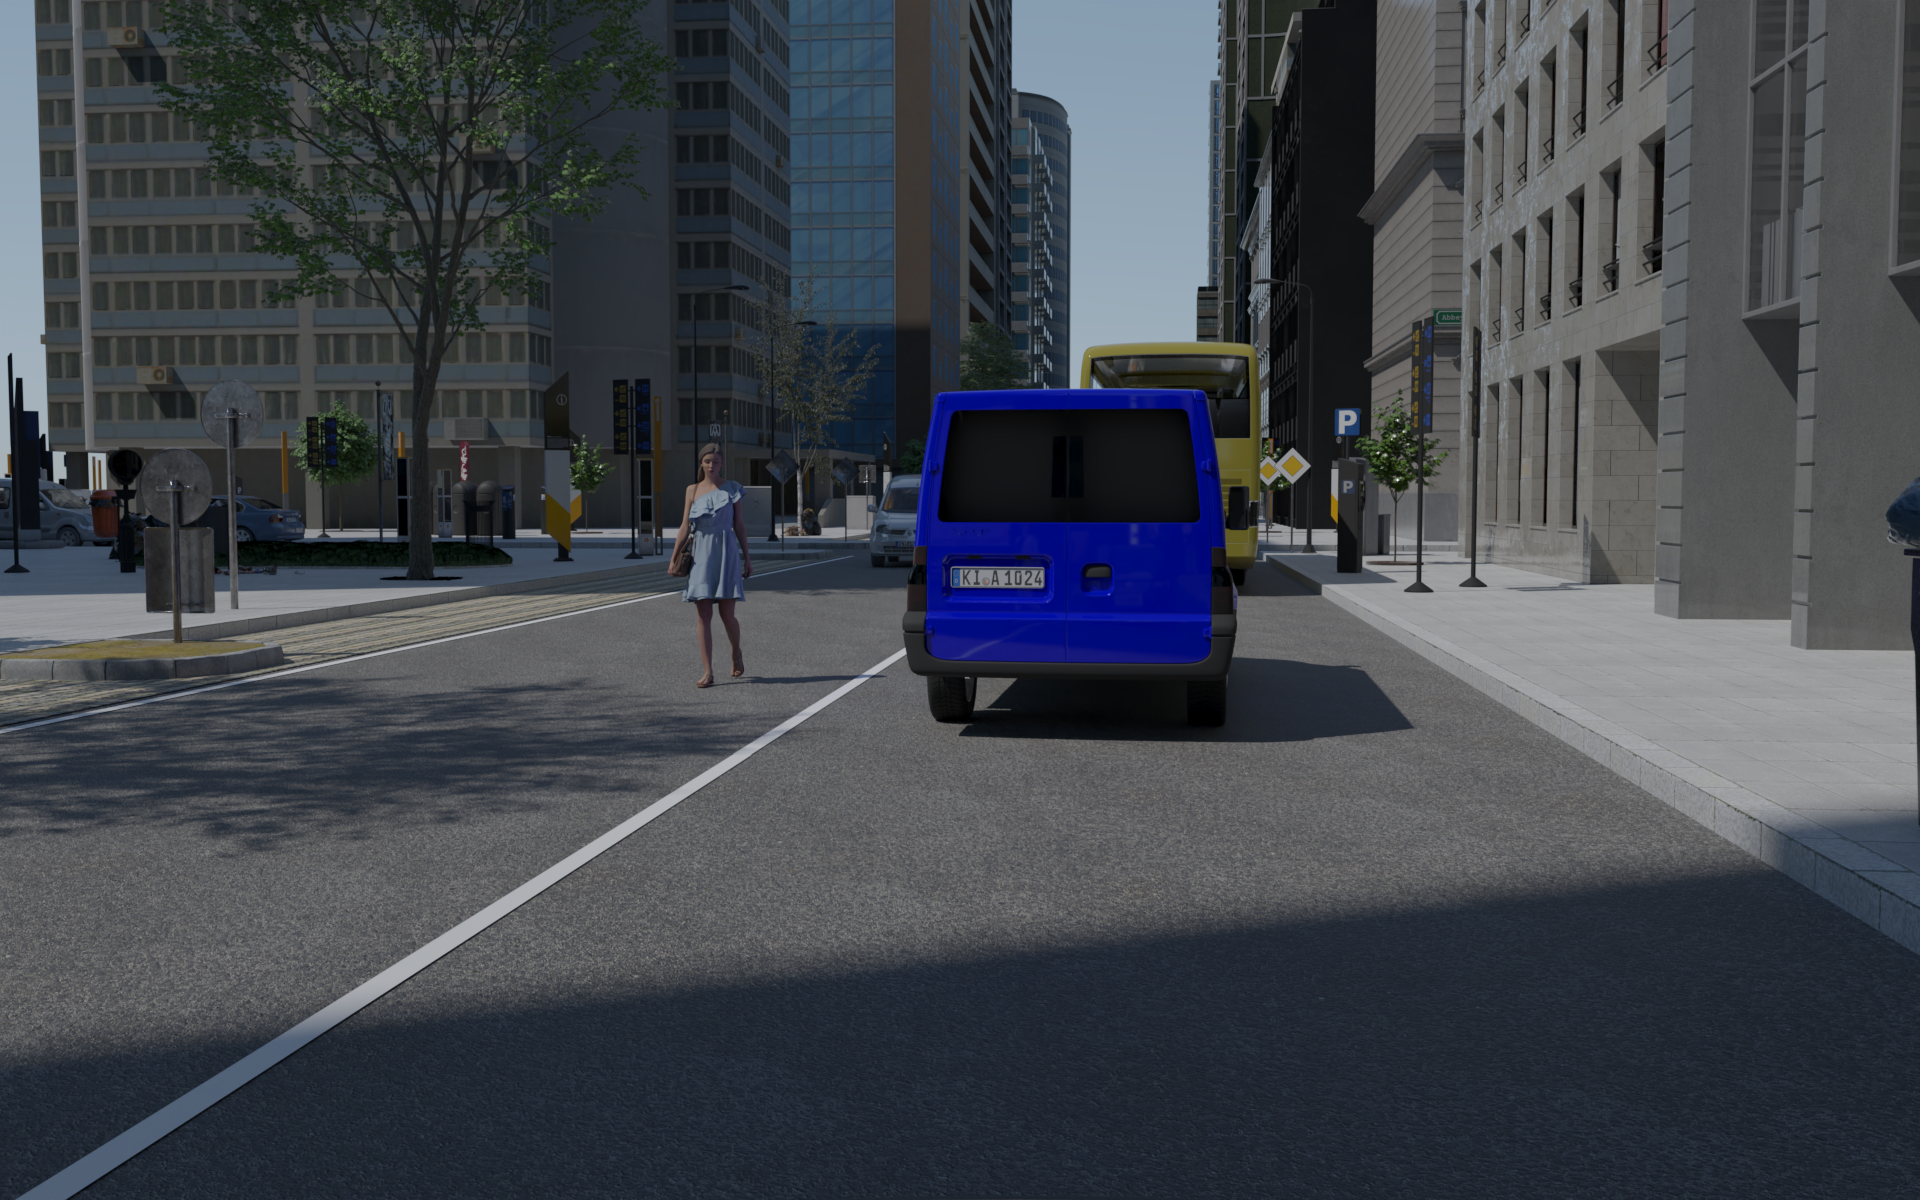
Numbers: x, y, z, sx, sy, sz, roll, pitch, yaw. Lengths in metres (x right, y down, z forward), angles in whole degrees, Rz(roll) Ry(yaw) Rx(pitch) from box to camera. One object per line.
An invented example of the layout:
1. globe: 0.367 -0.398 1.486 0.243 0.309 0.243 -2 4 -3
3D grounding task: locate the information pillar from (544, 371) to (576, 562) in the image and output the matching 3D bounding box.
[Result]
1. information pillar: -7.618 -2.536 32.825 0.504 3.616 0.183 -2 4 -35

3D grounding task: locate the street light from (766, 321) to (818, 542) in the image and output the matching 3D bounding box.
1. street light: -4.509 -4.528 46.566 1.470 5.913 1.316 0 4 6

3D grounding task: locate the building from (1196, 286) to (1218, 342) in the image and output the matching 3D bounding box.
1. building: 39.673 -28.625 239.716 14.160 30.474 14.107 0 4 6

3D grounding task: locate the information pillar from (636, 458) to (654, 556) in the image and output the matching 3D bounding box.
1. information pillar: -6.525 -1.921 35.907 0.304 2.012 0.304 -1 4 -17

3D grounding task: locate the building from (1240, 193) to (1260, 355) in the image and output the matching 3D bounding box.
1. building: 23.656 -16.576 107.173 11.583 22.565 21.152 0 4 6

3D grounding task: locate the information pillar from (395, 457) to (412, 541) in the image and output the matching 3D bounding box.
1. information pillar: -10.919 -1.819 34.230 0.304 2.012 0.304 1 4 20

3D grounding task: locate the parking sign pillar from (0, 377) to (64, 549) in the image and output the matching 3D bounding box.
1. parking sign pillar: -21.950 -3.196 40.734 1.447 3.967 1.447 -2 4 -32

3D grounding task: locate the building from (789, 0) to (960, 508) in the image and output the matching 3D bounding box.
1. building: -7.639 -27.459 99.073 14.600 45.320 14.200 0 4 6

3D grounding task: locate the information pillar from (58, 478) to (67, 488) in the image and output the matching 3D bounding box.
1. information pillar: -42.202 -4.713 81.542 0.304 2.012 0.304 0 4 -8

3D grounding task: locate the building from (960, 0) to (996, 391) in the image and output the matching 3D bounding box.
1. building: -8.843 -31.149 132.980 21.300 48.544 21.600 0 4 6

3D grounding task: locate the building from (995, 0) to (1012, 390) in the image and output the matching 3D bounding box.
1. building: -3.129 -44.984 173.732 20.563 71.187 20.611 0 4 6

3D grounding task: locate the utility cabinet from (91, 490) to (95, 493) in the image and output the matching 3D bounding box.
1. utility cabinet: -42.915 -4.788 86.957 1.173 1.500 0.318 -3 5 -42

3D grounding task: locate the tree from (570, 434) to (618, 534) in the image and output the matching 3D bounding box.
1. tree: -12.225 -3.775 56.323 1.663 3.219 1.824 0 3 0

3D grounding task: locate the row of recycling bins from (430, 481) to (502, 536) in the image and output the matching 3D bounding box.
1. row of recycling bins: -15.578 -2.858 53.840 3.534 1.692 1.069 2 4 33

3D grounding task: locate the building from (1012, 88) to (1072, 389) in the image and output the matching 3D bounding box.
1. building: 4.969 -43.468 252.697 21.231 58.520 28.212 0 4 6

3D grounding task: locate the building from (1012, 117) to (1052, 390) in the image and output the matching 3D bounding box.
1. building: 0.248 -36.902 222.950 23.786 49.044 30.456 0 4 6

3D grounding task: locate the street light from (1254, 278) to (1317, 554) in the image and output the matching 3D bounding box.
1. street light: 7.013 -3.965 37.361 1.470 5.913 1.316 0 4 6

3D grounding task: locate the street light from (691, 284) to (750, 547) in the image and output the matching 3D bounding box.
1. street light: -5.356 -4.039 38.577 1.470 5.913 1.316 0 4 6

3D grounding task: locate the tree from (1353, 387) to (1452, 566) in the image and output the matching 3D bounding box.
1. tree: 8.043 -2.249 31.373 1.663 3.219 1.824 0 3 0

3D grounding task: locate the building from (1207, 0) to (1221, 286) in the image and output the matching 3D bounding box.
1. building: 46.276 -57.936 259.921 22.319 86.520 31.000 0 4 6

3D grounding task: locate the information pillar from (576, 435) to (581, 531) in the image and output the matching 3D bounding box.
1. information pillar: -13.361 -4.191 59.872 0.504 3.616 0.183 -2 4 -27

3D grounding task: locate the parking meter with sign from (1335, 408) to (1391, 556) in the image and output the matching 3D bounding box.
1. parking meter with sign: 8.429 -2.435 36.067 0.543 3.016 1.738 3 4 38

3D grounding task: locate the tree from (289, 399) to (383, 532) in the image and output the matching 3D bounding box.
1. tree: -21.282 -4.618 59.210 4.285 4.588 4.351 0 3 0

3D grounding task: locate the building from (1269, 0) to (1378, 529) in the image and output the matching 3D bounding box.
1. building: 19.184 -14.656 69.301 12.332 23.373 15.834 0 4 6

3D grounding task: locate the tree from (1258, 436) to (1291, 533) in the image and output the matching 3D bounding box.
1. tree: 10.094 -3.842 57.425 1.663 3.219 1.824 0 3 0

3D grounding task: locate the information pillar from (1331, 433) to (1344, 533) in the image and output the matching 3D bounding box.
1. information pillar: 12.493 -4.031 57.268 0.183 3.616 0.504 -2 4 -31

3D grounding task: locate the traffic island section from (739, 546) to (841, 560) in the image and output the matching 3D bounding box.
1. traffic island section: -3.980 -1.005 38.717 2.009 0.180 2.903 0 4 6

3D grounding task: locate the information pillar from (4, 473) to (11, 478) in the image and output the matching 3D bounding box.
1. information pillar: -33.624 -3.481 61.414 0.304 2.012 0.304 1 4 10

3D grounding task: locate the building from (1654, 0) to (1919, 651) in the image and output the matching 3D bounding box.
1. building: 11.165 -13.760 2.477 11.434 29.767 29.804 0 4 6

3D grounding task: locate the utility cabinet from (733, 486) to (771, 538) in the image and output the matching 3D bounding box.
1. utility cabinet: -6.024 -2.551 50.382 1.173 1.500 0.318 0 4 -8

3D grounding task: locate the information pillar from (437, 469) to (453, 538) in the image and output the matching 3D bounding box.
1. information pillar: -15.127 -2.835 50.851 0.304 2.012 0.304 3 5 40

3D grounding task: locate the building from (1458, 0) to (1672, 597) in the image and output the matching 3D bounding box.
1. building: 14.400 -10.466 25.865 10.420 20.320 16.860 0 4 6

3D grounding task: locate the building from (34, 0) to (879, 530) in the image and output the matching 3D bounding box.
1. building: -20.406 -23.286 72.611 32.217 40.220 23.993 0 4 6

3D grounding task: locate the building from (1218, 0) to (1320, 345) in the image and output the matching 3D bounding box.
1. building: 41.370 -47.828 220.245 20.563 71.187 20.611 0 4 6

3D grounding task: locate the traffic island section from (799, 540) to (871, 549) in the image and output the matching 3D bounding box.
1. traffic island section: -3.093 -1.491 46.652 2.009 0.180 2.903 0 4 6

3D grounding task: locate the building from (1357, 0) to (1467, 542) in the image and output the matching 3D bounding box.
1. building: 24.251 -16.108 50.755 23.554 28.519 14.401 0 4 6

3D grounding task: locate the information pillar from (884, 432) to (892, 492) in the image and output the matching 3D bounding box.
1. information pillar: -2.740 -4.527 65.367 0.183 3.616 0.504 -2 4 -31

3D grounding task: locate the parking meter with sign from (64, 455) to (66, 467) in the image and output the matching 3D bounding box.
1. parking meter with sign: -38.696 -4.884 76.116 1.738 3.016 0.543 3 5 40

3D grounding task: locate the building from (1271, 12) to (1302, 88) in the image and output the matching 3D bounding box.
1. building: 37.331 -27.082 134.674 32.217 40.220 23.993 0 4 6

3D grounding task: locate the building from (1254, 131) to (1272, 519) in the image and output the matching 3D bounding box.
1. building: 20.274 -14.586 87.636 9.793 20.994 18.267 0 4 6

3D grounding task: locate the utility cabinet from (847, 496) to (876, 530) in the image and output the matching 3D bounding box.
1. utility cabinet: -3.556 -3.135 62.414 1.020 1.237 0.306 1 4 17

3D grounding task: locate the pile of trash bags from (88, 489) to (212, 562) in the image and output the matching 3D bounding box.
1. pile of trash bags: -15.947 -1.497 34.223 1.912 1.369 3.447 1 4 9

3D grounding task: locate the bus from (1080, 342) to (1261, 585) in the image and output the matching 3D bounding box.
1. bus: 3.698 -2.359 30.122 2.896 3.916 12.252 0 4 7
